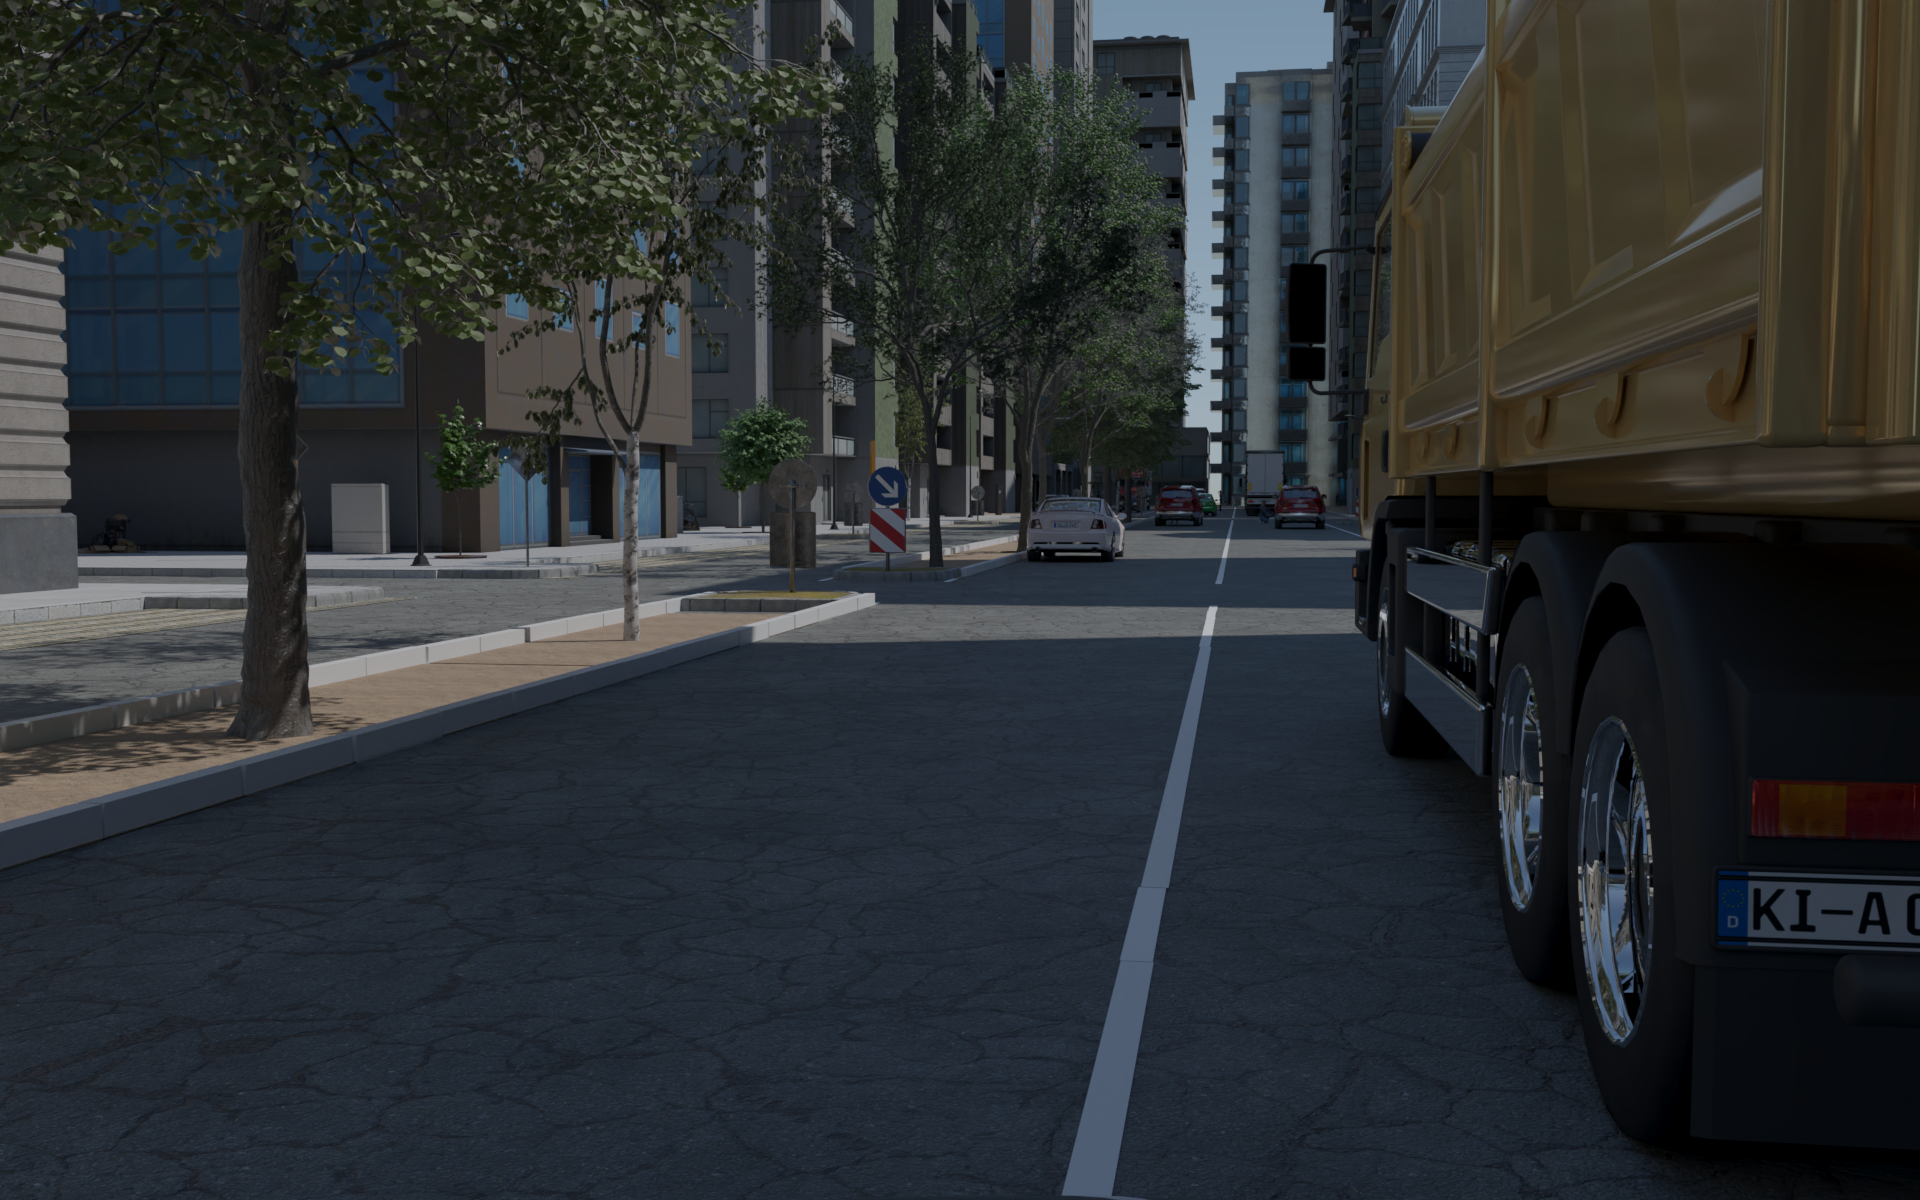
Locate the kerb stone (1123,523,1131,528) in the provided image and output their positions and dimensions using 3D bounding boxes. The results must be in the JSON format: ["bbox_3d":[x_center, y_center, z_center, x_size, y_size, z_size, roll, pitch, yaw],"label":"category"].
[{"bbox_3d":[7.130,-3.169,74.016,0.120,0.150,1.000,1,4,9],"label":"kerb stone"}]

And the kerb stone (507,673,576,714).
[{"bbox_3d":[-2.872,0.639,11.754,0.120,0.150,1.000,1,4,9],"label":"kerb stone"}]

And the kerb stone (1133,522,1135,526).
[{"bbox_3d":[7.463,-3.294,76.045,0.120,0.150,1.000,1,4,9],"label":"kerb stone"}]

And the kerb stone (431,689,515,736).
[{"bbox_3d":[-3.040,0.701,10.740,0.120,0.150,1.000,1,4,9],"label":"kerb stone"}]

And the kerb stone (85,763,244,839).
[{"bbox_3d":[-3.531,0.887,7.695,0.120,0.150,1.000,1,4,9],"label":"kerb stone"}]

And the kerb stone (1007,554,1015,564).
[{"bbox_3d":[0.950,-0.816,35.544,0.120,0.150,1.000,1,4,9],"label":"kerb stone"}]

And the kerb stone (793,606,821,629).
[{"bbox_3d":[-1.725,0.204,18.865,0.120,0.150,1.000,1,4,9],"label":"kerb stone"}]

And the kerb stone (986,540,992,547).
[{"bbox_3d":[0.667,-1.513,46.986,0.120,0.150,1.000,1,4,9],"label":"kerb stone"}]

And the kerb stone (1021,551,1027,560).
[{"bbox_3d":[1.275,-0.940,37.566,0.120,0.150,1.000,1,4,9],"label":"kerb stone"}]

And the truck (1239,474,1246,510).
[{"bbox_3d":[26.686,-9.709,154.661,3.469,3.379,9.791,1,4,9],"label":"truck"}]

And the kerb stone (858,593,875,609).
[{"bbox_3d":[-1.239,0.018,21.906,0.120,0.150,1.000,1,4,9],"label":"kerb stone"}]

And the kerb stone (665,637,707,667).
[{"bbox_3d":[-2.389,0.453,14.794,0.120,0.150,1.000,1,4,9],"label":"kerb stone"}]

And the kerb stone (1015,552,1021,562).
[{"bbox_3d":[1.108,-0.877,36.557,0.120,0.150,1.000,1,4,9],"label":"kerb stone"}]

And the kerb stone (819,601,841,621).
[{"bbox_3d":[-1.563,0.141,19.882,0.120,0.150,1.000,1,4,9],"label":"kerb stone"}]

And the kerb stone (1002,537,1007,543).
[{"bbox_3d":[1.149,-1.698,50.015,0.120,0.150,1.000,1,4,9],"label":"kerb stone"}]

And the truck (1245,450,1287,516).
[{"bbox_3d":[20.456,-7.772,115.979,2.839,4.237,11.283,1,4,10],"label":"truck"}]

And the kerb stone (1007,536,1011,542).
[{"bbox_3d":[1.310,-1.763,51.024,0.120,0.150,1.000,1,4,9],"label":"kerb stone"}]

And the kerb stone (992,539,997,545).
[{"bbox_3d":[0.827,-1.578,47.995,0.120,0.150,1.000,1,4,9],"label":"kerb stone"}]

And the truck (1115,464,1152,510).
[{"bbox_3d":[15.629,-10.135,154.619,2.839,4.237,11.283,1,4,9],"label":"truck"}]

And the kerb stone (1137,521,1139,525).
[{"bbox_3d":[7.948,-3.479,79.079,0.120,0.150,1.000,1,4,9],"label":"kerb stone"}]

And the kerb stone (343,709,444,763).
[{"bbox_3d":[-3.192,0.763,9.720,0.120,0.150,1.000,1,4,9],"label":"kerb stone"}]

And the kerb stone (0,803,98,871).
[{"bbox_3d":[-3.689,0.949,6.686,0.120,0.150,1.000,1,4,9],"label":"kerb stone"}]

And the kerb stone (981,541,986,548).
[{"bbox_3d":[0.504,-1.455,45.976,0.120,0.150,1.000,1,4,9],"label":"kerb stone"}]

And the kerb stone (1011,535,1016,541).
[{"bbox_3d":[1.482,-1.824,52.032,0.120,0.150,1.000,1,4,9],"label":"kerb stone"}]

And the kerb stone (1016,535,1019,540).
[{"bbox_3d":[1.635,-1.887,53.054,0.120,0.150,1.000,1,4,9],"label":"kerb stone"}]

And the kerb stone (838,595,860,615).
[{"bbox_3d":[-1.407,0.080,20.894,0.120,0.150,1.000,1,4,9],"label":"kerb stone"}]

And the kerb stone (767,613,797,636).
[{"bbox_3d":[-1.891,0.267,17.839,0.120,0.150,1.000,1,4,9],"label":"kerb stone"}]

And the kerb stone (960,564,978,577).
[{"bbox_3d":[0.140,-0.505,30.480,0.120,0.150,1.000,1,4,9],"label":"kerb stone"}]

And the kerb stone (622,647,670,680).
[{"bbox_3d":[-2.545,0.517,13.777,0.120,0.150,1.000,1,4,9],"label":"kerb stone"}]

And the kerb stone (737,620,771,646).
[{"bbox_3d":[-2.052,0.328,16.826,0.120,0.150,1.000,1,4,9],"label":"kerb stone"}]

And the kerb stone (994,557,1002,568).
[{"bbox_3d":[0.628,-0.691,33.516,0.120,0.150,1.000,1,4,9],"label":"kerb stone"}]

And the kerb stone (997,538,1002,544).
[{"bbox_3d":[0.985,-1.636,49.006,0.120,0.150,1.000,1,4,9],"label":"kerb stone"}]

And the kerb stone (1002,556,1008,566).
[{"bbox_3d":[0.784,-0.754,34.531,0.120,0.150,1.000,1,4,9],"label":"kerb stone"}]

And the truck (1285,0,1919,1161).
[{"bbox_3d":[3.238,-0.691,7.226,3.469,3.379,9.791,1,4,9],"label":"truck"}]

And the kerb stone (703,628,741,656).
[{"bbox_3d":[-2.226,0.393,15.814,0.120,0.150,1.000,1,4,9],"label":"kerb stone"}]

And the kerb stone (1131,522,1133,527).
[{"bbox_3d":[7.300,-3.231,75.029,0.120,0.150,1.000,1,4,9],"label":"kerb stone"}]

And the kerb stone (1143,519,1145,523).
[{"bbox_3d":[8.758,-3.790,84.160,0.120,0.150,1.000,1,4,9],"label":"kerb stone"}]

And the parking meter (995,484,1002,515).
[{"bbox_3d":[2.344,-6.061,104.816,0.399,1.863,0.255,-3,4,-38],"label":"parking meter"}]

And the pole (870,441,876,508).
[{"bbox_3d":[-3.342,-4.441,66.454,0.158,3.312,0.155,0,3,0],"label":"pole"}]

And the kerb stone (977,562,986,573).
[{"bbox_3d":[0.293,-0.568,31.490,0.120,0.150,1.000,1,4,9],"label":"kerb stone"}]

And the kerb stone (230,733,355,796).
[{"bbox_3d":[-3.361,0.826,8.703,0.120,0.150,1.000,1,4,9],"label":"kerb stone"}]

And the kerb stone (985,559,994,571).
[{"bbox_3d":[0.457,-0.631,32.508,0.120,0.150,1.000,1,4,9],"label":"kerb stone"}]

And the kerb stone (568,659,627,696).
[{"bbox_3d":[-2.708,0.577,12.768,0.120,0.150,1.000,1,4,9],"label":"kerb stone"}]
